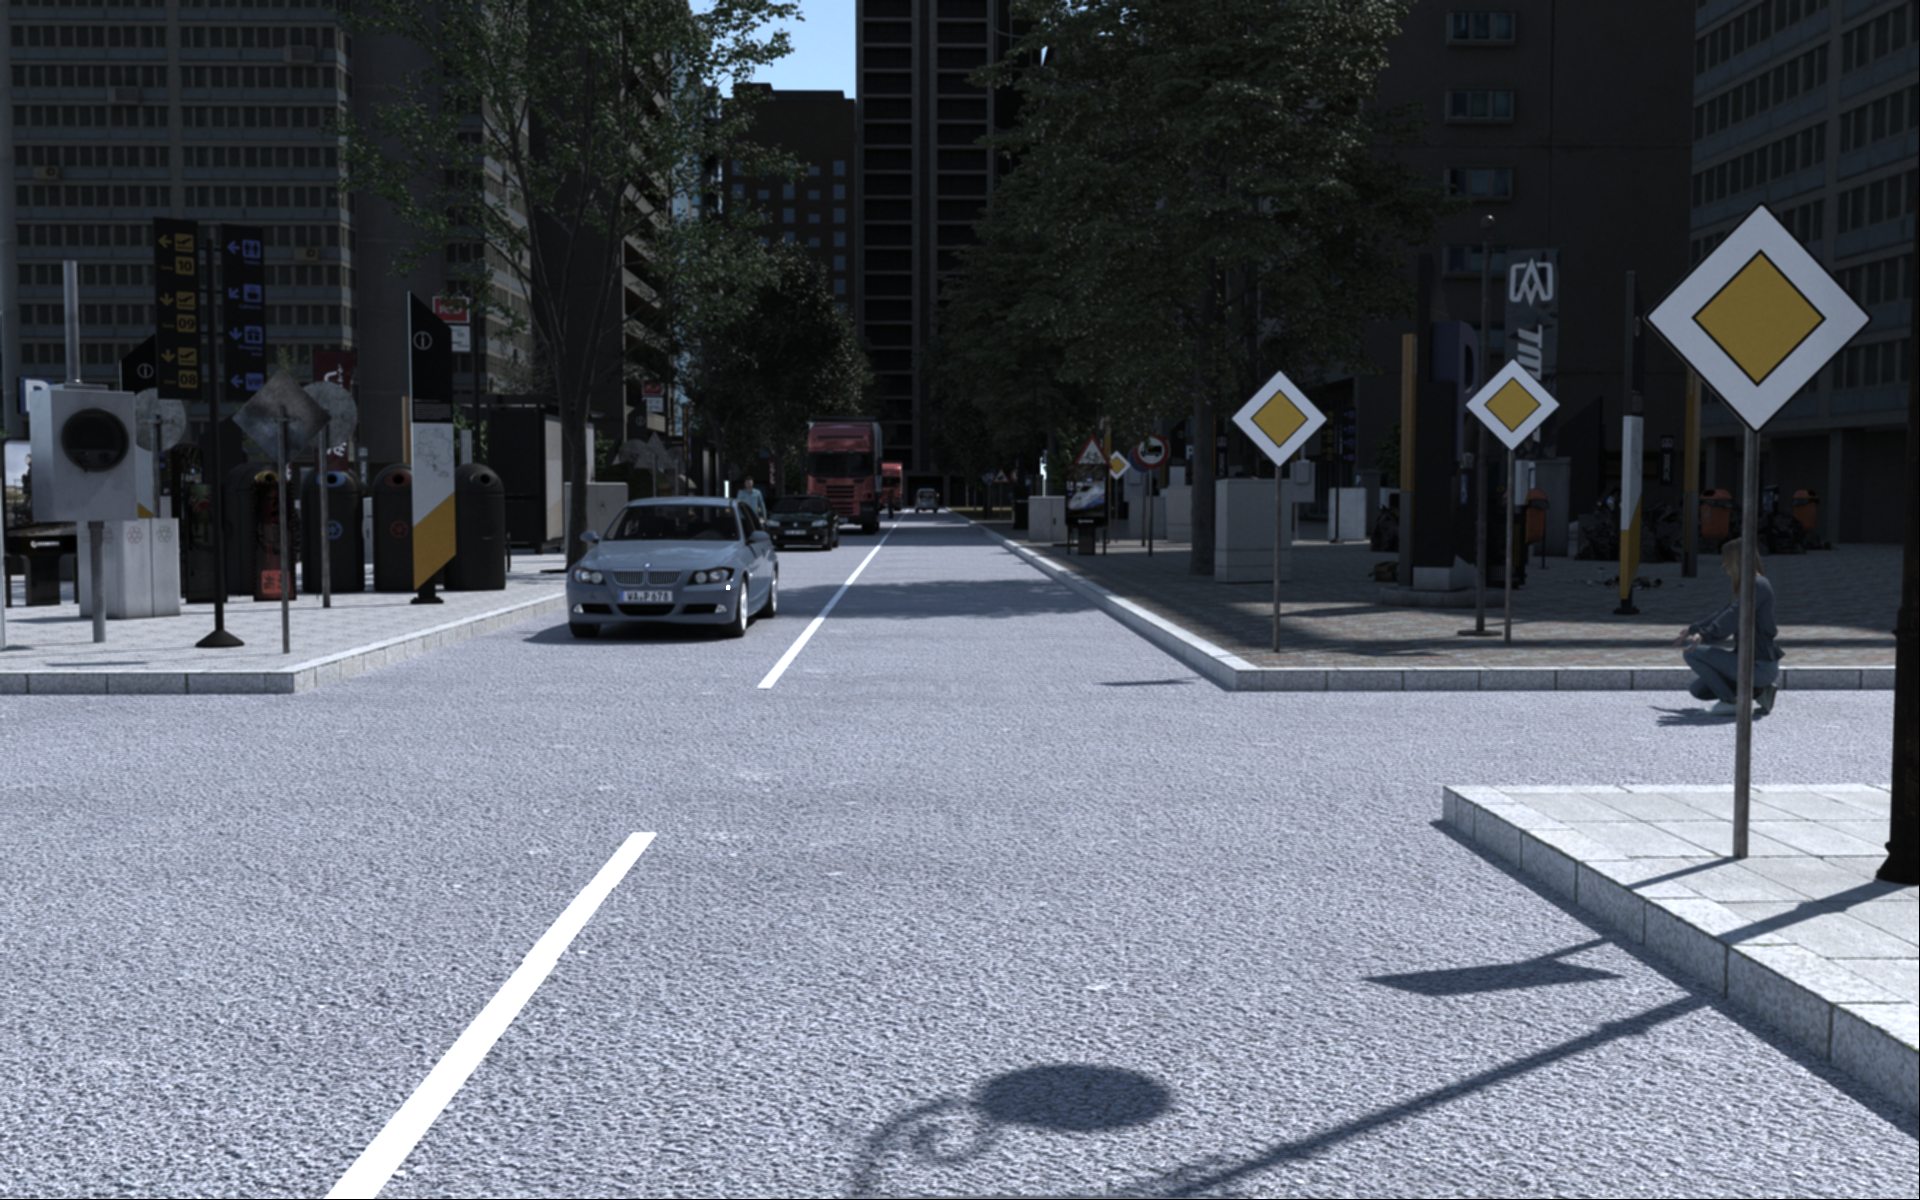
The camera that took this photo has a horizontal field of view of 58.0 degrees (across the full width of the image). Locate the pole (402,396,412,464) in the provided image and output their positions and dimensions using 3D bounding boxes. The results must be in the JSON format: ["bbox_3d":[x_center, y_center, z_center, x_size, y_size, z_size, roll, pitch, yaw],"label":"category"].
[{"bbox_3d":[-11.543,-2.593,36.246,0.158,3.312,0.155,0,3,0],"label":"pole"}]

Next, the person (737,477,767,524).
[{"bbox_3d":[-4.684,-1.852,38.798,0.660,1.820,0.620,-1,4,-19],"label":"person"}]

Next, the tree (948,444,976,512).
[{"bbox_3d":[0.929,-10.496,121.969,4.360,8.622,3.978,0,3,0],"label":"tree"}]

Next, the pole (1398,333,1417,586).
[{"bbox_3d":[5.736,-1.731,22.138,0.158,3.312,0.155,0,3,0],"label":"pole"}]

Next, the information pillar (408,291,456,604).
[{"bbox_3d":[-6.171,-1.765,20.216,0.504,3.616,0.183,-2,4,-29],"label":"information pillar"}]

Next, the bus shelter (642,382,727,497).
[{"bbox_3d":[-10.136,-5.259,63.614,2.179,5.291,8.768,0,4,-1],"label":"bus shelter"}]

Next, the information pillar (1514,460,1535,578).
[{"bbox_3d":[8.655,-2.160,26.672,0.183,3.616,0.504,2,4,33],"label":"information pillar"}]

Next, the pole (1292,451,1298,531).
[{"bbox_3d":[11.541,-4.028,59.701,0.158,3.312,0.155,0,3,0],"label":"pole"}]

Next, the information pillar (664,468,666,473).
[{"bbox_3d":[-15.017,-5.917,88.093,0.504,3.616,0.183,1,4,11],"label":"information pillar"}]

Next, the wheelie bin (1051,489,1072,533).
[{"bbox_3d":[3.347,-2.986,56.732,0.693,1.594,0.980,-3,5,-44],"label":"wheelie bin"}]

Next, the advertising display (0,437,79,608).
[{"bbox_3d":[-10.539,-0.895,19.852,0.123,1.923,0.974,2,4,27],"label":"advertising display"}]

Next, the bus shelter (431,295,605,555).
[{"bbox_3d":[-9.629,-3.678,37.764,2.179,5.291,8.768,0,4,-1],"label":"bus shelter"}]

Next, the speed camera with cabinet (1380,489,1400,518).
[{"bbox_3d":[14.203,-3.733,55.365,2.038,3.252,0.660,-2,4,-28],"label":"speed camera with cabinet"}]

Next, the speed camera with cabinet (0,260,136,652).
[{"bbox_3d":[-7.892,-1.213,14.165,0.660,3.252,2.038,3,5,44],"label":"speed camera with cabinet"}]

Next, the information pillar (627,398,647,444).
[{"bbox_3d":[-7.877,-3.122,42.402,0.504,3.616,0.183,0,4,-4],"label":"information pillar"}]

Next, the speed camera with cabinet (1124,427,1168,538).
[{"bbox_3d":[5.859,-3.465,50.995,2.038,3.252,0.660,1,4,9],"label":"speed camera with cabinet"}]

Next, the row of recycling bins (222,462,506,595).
[{"bbox_3d":[-7.828,-0.960,22.809,3.534,1.692,1.069,-1,4,-19],"label":"row of recycling bins"}]

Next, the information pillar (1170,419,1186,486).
[{"bbox_3d":[6.539,-3.707,51.965,0.504,3.616,0.183,-1,4,-16],"label":"information pillar"}]

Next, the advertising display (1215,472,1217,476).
[{"bbox_3d":[7.190,-2.733,49.896,0.123,1.923,0.974,2,4,27],"label":"advertising display"}]

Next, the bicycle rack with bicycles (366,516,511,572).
[{"bbox_3d":[-8.589,-0.950,28.921,2.852,0.926,2.925,-1,4,-13],"label":"bicycle rack with bicycles"}]

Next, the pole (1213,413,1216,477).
[{"bbox_3d":[6.346,-3.054,43.769,0.158,3.312,0.155,0,3,0],"label":"pole"}]

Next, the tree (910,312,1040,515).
[{"bbox_3d":[1.800,-12.272,107.294,9.857,13.997,8.962,0,3,0],"label":"tree"}]

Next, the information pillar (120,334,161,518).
[{"bbox_3d":[-11.897,-2.070,25.191,0.504,3.616,0.183,-2,4,-30],"label":"information pillar"}]

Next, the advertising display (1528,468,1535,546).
[{"bbox_3d":[14.511,-2.313,43.038,0.974,1.923,0.123,-1,4,-15],"label":"advertising display"}]

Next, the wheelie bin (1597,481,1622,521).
[{"bbox_3d":[16.050,-2.119,42.558,0.693,1.594,0.980,1,4,8],"label":"wheelie bin"}]

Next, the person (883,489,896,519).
[{"bbox_3d":[-4.125,-5.648,101.566,0.721,1.743,1.217,-3,4,-38],"label":"person"}]

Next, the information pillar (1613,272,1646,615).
[{"bbox_3d":[7.191,-1.662,18.522,0.183,3.616,0.504,3,4,36],"label":"information pillar"}]

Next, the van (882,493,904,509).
[{"bbox_3d":[-6.434,-9.773,164.170,2.240,2.365,5.245,0,4,-1],"label":"van"}]

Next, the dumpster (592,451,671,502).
[{"bbox_3d":[-7.312,-2.207,38.571,1.502,2.255,1.985,0,4,-1],"label":"dumpster"}]

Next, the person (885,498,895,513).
[{"bbox_3d":[-5.303,-7.339,131.721,0.991,1.433,0.599,0,4,5],"label":"person"}]

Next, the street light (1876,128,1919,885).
[{"bbox_3d":[3.153,-2.006,5.589,0.468,5.910,1.993,0,4,-1],"label":"street light"}]

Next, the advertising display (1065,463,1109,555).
[{"bbox_3d":[2.663,-1.907,36.390,0.974,1.923,0.123,2,4,32],"label":"advertising display"}]

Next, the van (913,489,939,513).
[{"bbox_3d":[-2.593,-7.660,132.252,2.013,2.044,4.112,0,4,-2],"label":"van"}]

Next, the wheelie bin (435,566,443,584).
[{"bbox_3d":[-7.632,-1.031,24.765,0.980,1.594,0.693,-1,4,-17],"label":"wheelie bin"}]

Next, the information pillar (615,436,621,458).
[{"bbox_3d":[-13.666,-4.771,69.355,0.183,3.616,0.504,1,4,10],"label":"information pillar"}]

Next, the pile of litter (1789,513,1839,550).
[{"bbox_3d":[19.488,-1.607,40.246,1.176,0.858,1.719,-2,4,-27],"label":"pile of litter"}]

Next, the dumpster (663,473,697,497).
[{"bbox_3d":[-7.932,-2.549,47.431,1.264,1.857,1.865,0,4,-1],"label":"dumpster"}]

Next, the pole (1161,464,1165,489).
[{"bbox_3d":[8.009,-4.556,68.326,0.158,3.312,0.155,0,3,0],"label":"pole"}]

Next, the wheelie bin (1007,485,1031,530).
[{"bbox_3d":[2.182,-3.354,62.740,0.980,1.594,0.693,-1,4,-9],"label":"wheelie bin"}]

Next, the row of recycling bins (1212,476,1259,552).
[{"bbox_3d":[6.382,-2.004,39.882,1.069,1.692,3.534,2,4,24],"label":"row of recycling bins"}]

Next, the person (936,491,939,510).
[{"bbox_3d":[-2.051,-8.624,150.203,0.721,1.736,1.217,0,4,-6],"label":"person"}]

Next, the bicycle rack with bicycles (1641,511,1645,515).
[{"bbox_3d":[20.118,-2.454,53.497,2.925,0.926,2.852,2,4,28],"label":"bicycle rack with bicycles"}]

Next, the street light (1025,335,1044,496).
[{"bbox_3d":[2.175,-4.759,50.591,0.468,5.910,1.993,0,4,-1],"label":"street light"}]

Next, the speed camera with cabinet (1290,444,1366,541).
[{"bbox_3d":[10.093,-3.253,47.523,2.038,3.252,0.660,1,4,10],"label":"speed camera with cabinet"}]

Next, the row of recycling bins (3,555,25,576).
[{"bbox_3d":[-15.264,-1.166,26.180,1.069,1.692,3.534,0,4,0],"label":"row of recycling bins"}]

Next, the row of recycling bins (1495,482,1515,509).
[{"bbox_3d":[19.379,-3.233,59.964,1.069,1.692,3.534,0,4,3],"label":"row of recycling bins"}]

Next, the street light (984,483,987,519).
[{"bbox_3d":[1.292,-7.056,88.147,0.468,5.910,1.993,0,4,-1],"label":"street light"}]

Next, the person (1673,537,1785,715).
[{"bbox_3d":[4.942,0.168,11.254,0.738,1.151,1.012,2,4,32],"label":"person"}]

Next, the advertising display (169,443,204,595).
[{"bbox_3d":[-9.942,-1.046,22.322,0.123,1.923,0.974,0,4,-7],"label":"advertising display"}]

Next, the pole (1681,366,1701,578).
[{"bbox_3d":[11.243,-2.004,26.608,0.158,3.312,0.155,0,3,0],"label":"pole"}]

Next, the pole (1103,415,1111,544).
[{"bbox_3d":[3.793,-3.109,44.667,0.158,3.312,0.155,0,3,0],"label":"pole"}]

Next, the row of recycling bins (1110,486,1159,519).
[{"bbox_3d":[8.572,-4.974,88.438,3.534,1.692,1.069,2,4,35],"label":"row of recycling bins"}]
